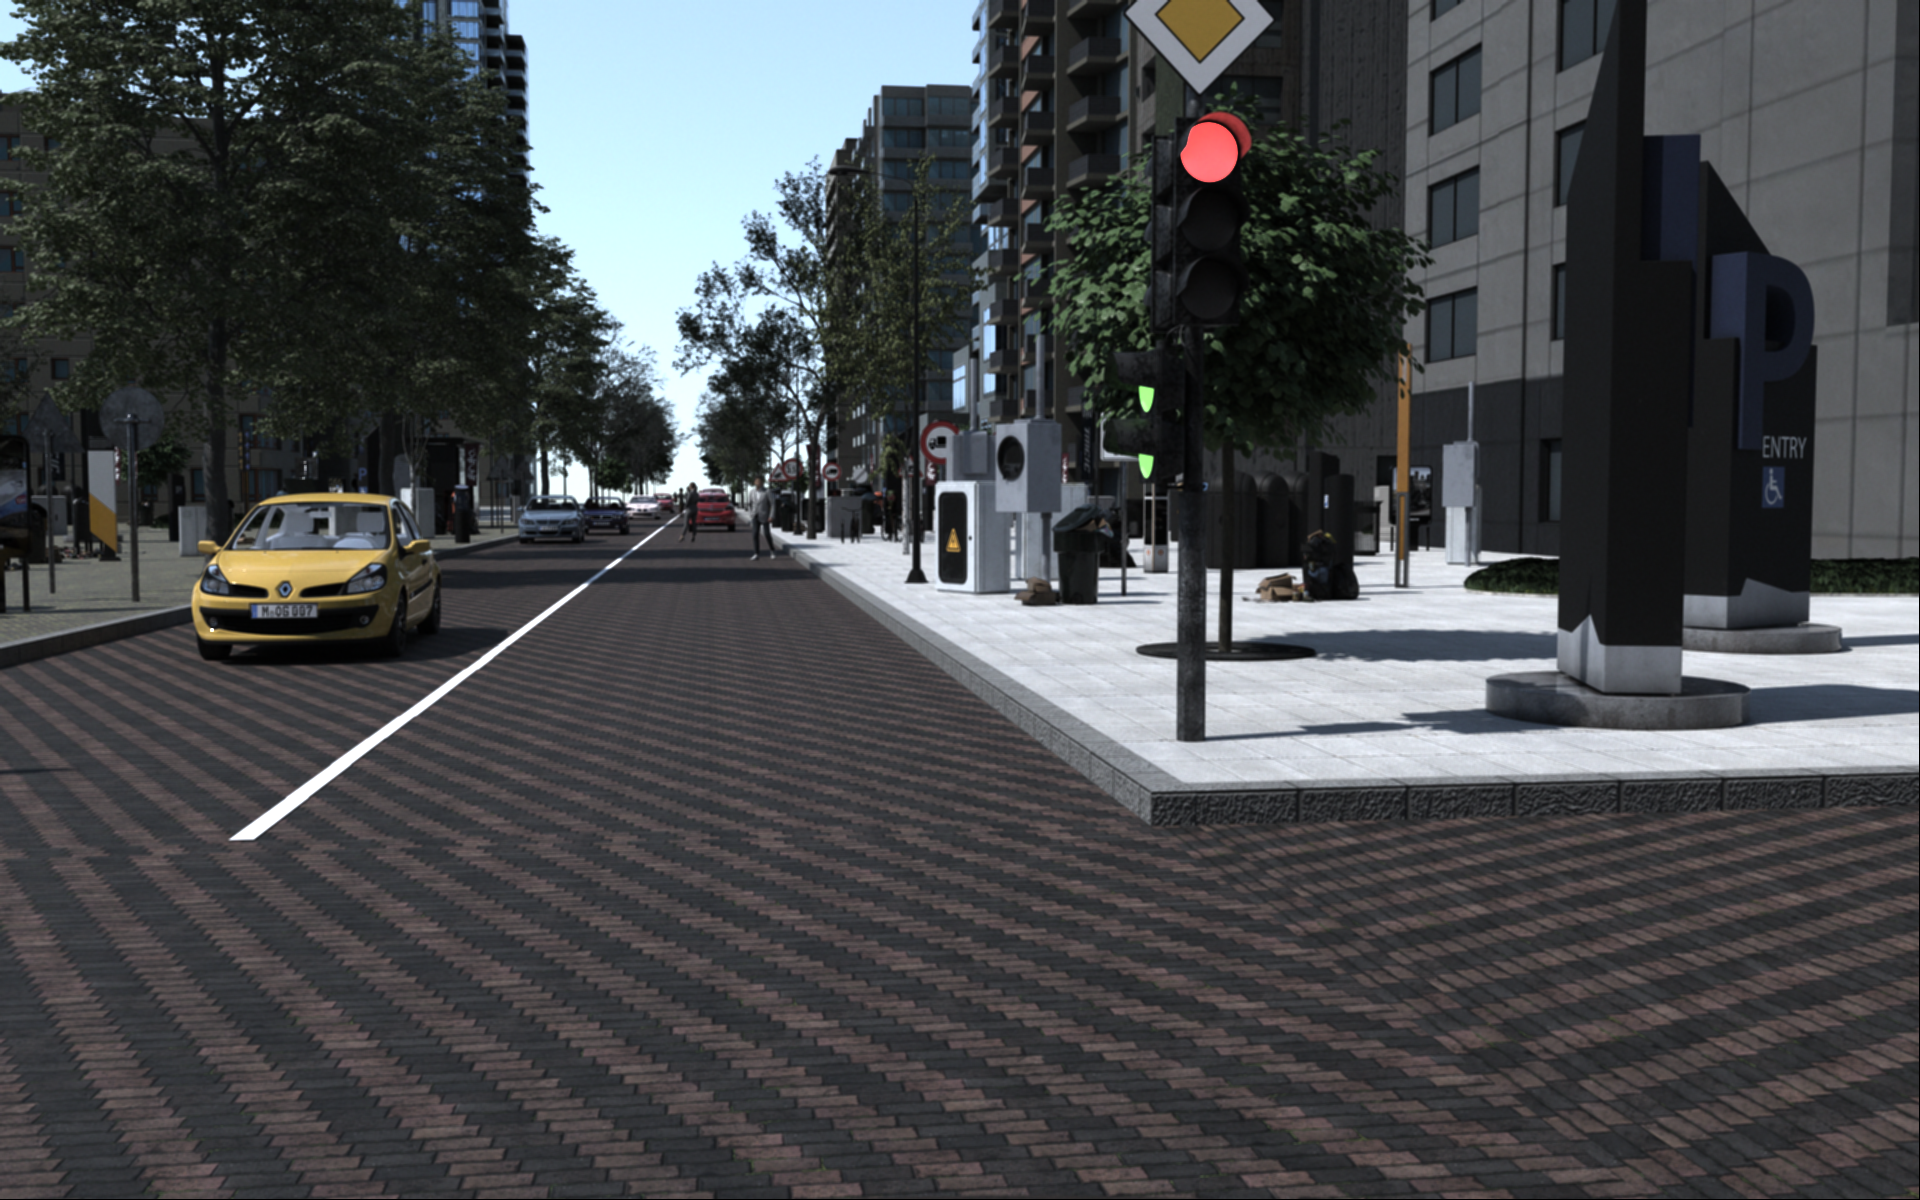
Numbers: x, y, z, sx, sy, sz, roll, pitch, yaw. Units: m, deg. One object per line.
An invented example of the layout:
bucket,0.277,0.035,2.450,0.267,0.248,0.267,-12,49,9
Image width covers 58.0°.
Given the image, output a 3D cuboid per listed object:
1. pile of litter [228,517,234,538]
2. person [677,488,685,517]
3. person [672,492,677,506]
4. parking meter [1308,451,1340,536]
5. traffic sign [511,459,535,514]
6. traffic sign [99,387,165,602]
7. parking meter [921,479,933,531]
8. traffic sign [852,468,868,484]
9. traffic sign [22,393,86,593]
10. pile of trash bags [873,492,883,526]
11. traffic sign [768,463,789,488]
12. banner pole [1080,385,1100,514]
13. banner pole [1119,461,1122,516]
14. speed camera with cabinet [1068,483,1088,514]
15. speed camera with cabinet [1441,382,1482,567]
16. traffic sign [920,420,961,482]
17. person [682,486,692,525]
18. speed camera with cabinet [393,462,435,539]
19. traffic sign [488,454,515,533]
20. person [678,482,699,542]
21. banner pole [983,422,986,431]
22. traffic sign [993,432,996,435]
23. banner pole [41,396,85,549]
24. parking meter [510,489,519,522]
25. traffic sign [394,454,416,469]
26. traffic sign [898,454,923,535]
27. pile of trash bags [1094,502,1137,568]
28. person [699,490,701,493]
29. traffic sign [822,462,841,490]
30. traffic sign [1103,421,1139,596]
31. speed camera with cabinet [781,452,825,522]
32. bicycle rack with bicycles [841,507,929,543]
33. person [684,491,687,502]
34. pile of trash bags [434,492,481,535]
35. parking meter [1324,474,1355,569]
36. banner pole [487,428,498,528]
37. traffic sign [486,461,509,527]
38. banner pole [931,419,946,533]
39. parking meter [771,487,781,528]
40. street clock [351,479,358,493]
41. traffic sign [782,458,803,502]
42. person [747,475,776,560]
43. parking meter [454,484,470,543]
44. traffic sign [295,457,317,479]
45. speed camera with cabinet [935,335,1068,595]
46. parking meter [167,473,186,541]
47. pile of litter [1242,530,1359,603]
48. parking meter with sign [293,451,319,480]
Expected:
pile of litter,-18.690,-1.866,44.481,1.176,0.858,1.719,0,4,-4
person,-17.382,-6.099,108.213,0.705,1.824,1.348,1,4,23
person,-35.097,-12.484,213.348,1.217,1.736,0.721,-1,4,-15
parking meter,5.010,-1.109,23.836,0.399,1.863,0.255,-2,4,-33
traffic sign,-16.192,-3.924,64.153,0.884,2.594,0.081,0,4,-7
traffic sign,-9.828,-1.252,20.575,0.768,2.556,0.104,0,4,-2
parking meter,-1.138,-3.336,60.263,0.255,1.863,0.399,-2,4,-35
traffic sign,-4.806,-5.083,83.215,0.768,2.556,0.104,0,4,-8
traffic sign,-11.719,-1.363,22.293,0.884,2.594,0.081,0,4,-8
pile of trash bags,-3.258,-3.802,71.920,1.912,1.369,3.447,-1,4,-9
traffic sign,-7.553,-4.409,72.098,0.884,2.594,0.081,0,4,-5
banner pole,2.985,-3.022,39.434,0.401,3.779,0.863,3,5,39
banner pole,4.915,-3.805,52.227,0.401,3.779,0.863,1,4,23
speed camera with cabinet,0.841,-1.917,25.680,2.038,3.252,0.660,-1,4,-11
speed camera with cabinet,9.079,-2.262,31.314,0.660,3.252,2.038,1,4,20
traffic sign,-0.316,-1.824,29.934,0.768,2.556,0.104,0,4,-4
person,-12.657,-4.408,80.750,0.526,1.800,0.537,-2,4,-31
speed camera with cabinet,-15.891,-3.399,49.908,0.660,3.252,2.038,-3,5,-45
traffic sign,-14.921,-3.448,56.372,0.884,2.594,0.081,0,4,-2
person,-8.184,-2.656,52.197,0.573,1.790,0.520,1,4,16
banner pole,0.834,-4.311,60.507,0.401,3.779,0.863,0,4,-4
traffic sign,0.917,-2.014,33.035,0.768,2.556,0.104,0,4,-4
banner pole,-20.957,-3.082,40.411,0.863,3.779,0.401,-3,5,-39
parking meter,-20.615,-4.391,80.197,0.372,1.533,0.369,0,3,0
traffic sign,-17.696,-3.364,55.102,0.768,2.556,0.104,0,4,-2
traffic sign,-1.582,-3.292,53.829,0.884,2.594,0.081,0,4,-7
pile of trash bags,2.002,-1.322,31.374,1.912,1.369,3.447,0,4,-6
person,-22.485,-8.584,149.373,0.617,1.759,0.750,2,4,30
traffic sign,-5.098,-4.208,68.911,0.768,2.556,0.104,0,4,-4
traffic sign,2.057,-1.196,21.689,0.606,2.300,0.079,0,4,-5
speed camera with cabinet,-7.102,-5.095,77.640,2.038,3.252,0.660,0,4,3
bicycle rack with bicycles,-2.110,-2.000,46.089,2.852,0.926,2.925,0,4,-3
person,-36.324,-13.530,229.804,1.350,1.814,0.705,-3,4,-38
pile of trash bags,-16.283,-2.793,55.420,1.912,1.369,3.447,0,4,-8
parking meter,4.846,-0.840,22.149,0.372,1.533,0.369,0,3,0
banner pole,-17.746,-4.629,65.702,0.401,3.779,0.863,0,4,-8
traffic sign,-18.075,-4.140,67.685,0.884,2.594,0.081,0,4,-4
banner pole,-0.650,-4.155,57.952,0.401,3.779,0.863,3,4,38
parking meter,-6.990,-3.518,65.936,0.372,1.533,0.369,0,3,0
street clock,-28.206,-4.677,81.032,0.471,2.002,0.358,2,4,29
traffic sign,-5.952,-3.761,61.599,0.768,2.556,0.104,0,4,-8
person,-4.333,-1.807,37.890,0.661,1.843,0.795,1,4,17
parking meter,-13.033,-2.258,45.337,0.372,1.533,0.369,0,3,0
traffic sign,-18.137,-2.810,48.070,0.606,2.300,0.079,0,4,-3
speed camera with cabinet,0.455,-1.695,22.053,0.660,3.252,2.038,-2,4,-34
parking meter,-21.449,-2.553,47.449,0.255,1.863,0.399,2,4,34
pile of litter,4.144,-0.435,21.079,1.719,0.858,1.176,-1,4,-22
parking meter with sign,-25.917,-4.398,68.170,0.543,3.016,1.738,1,4,10
